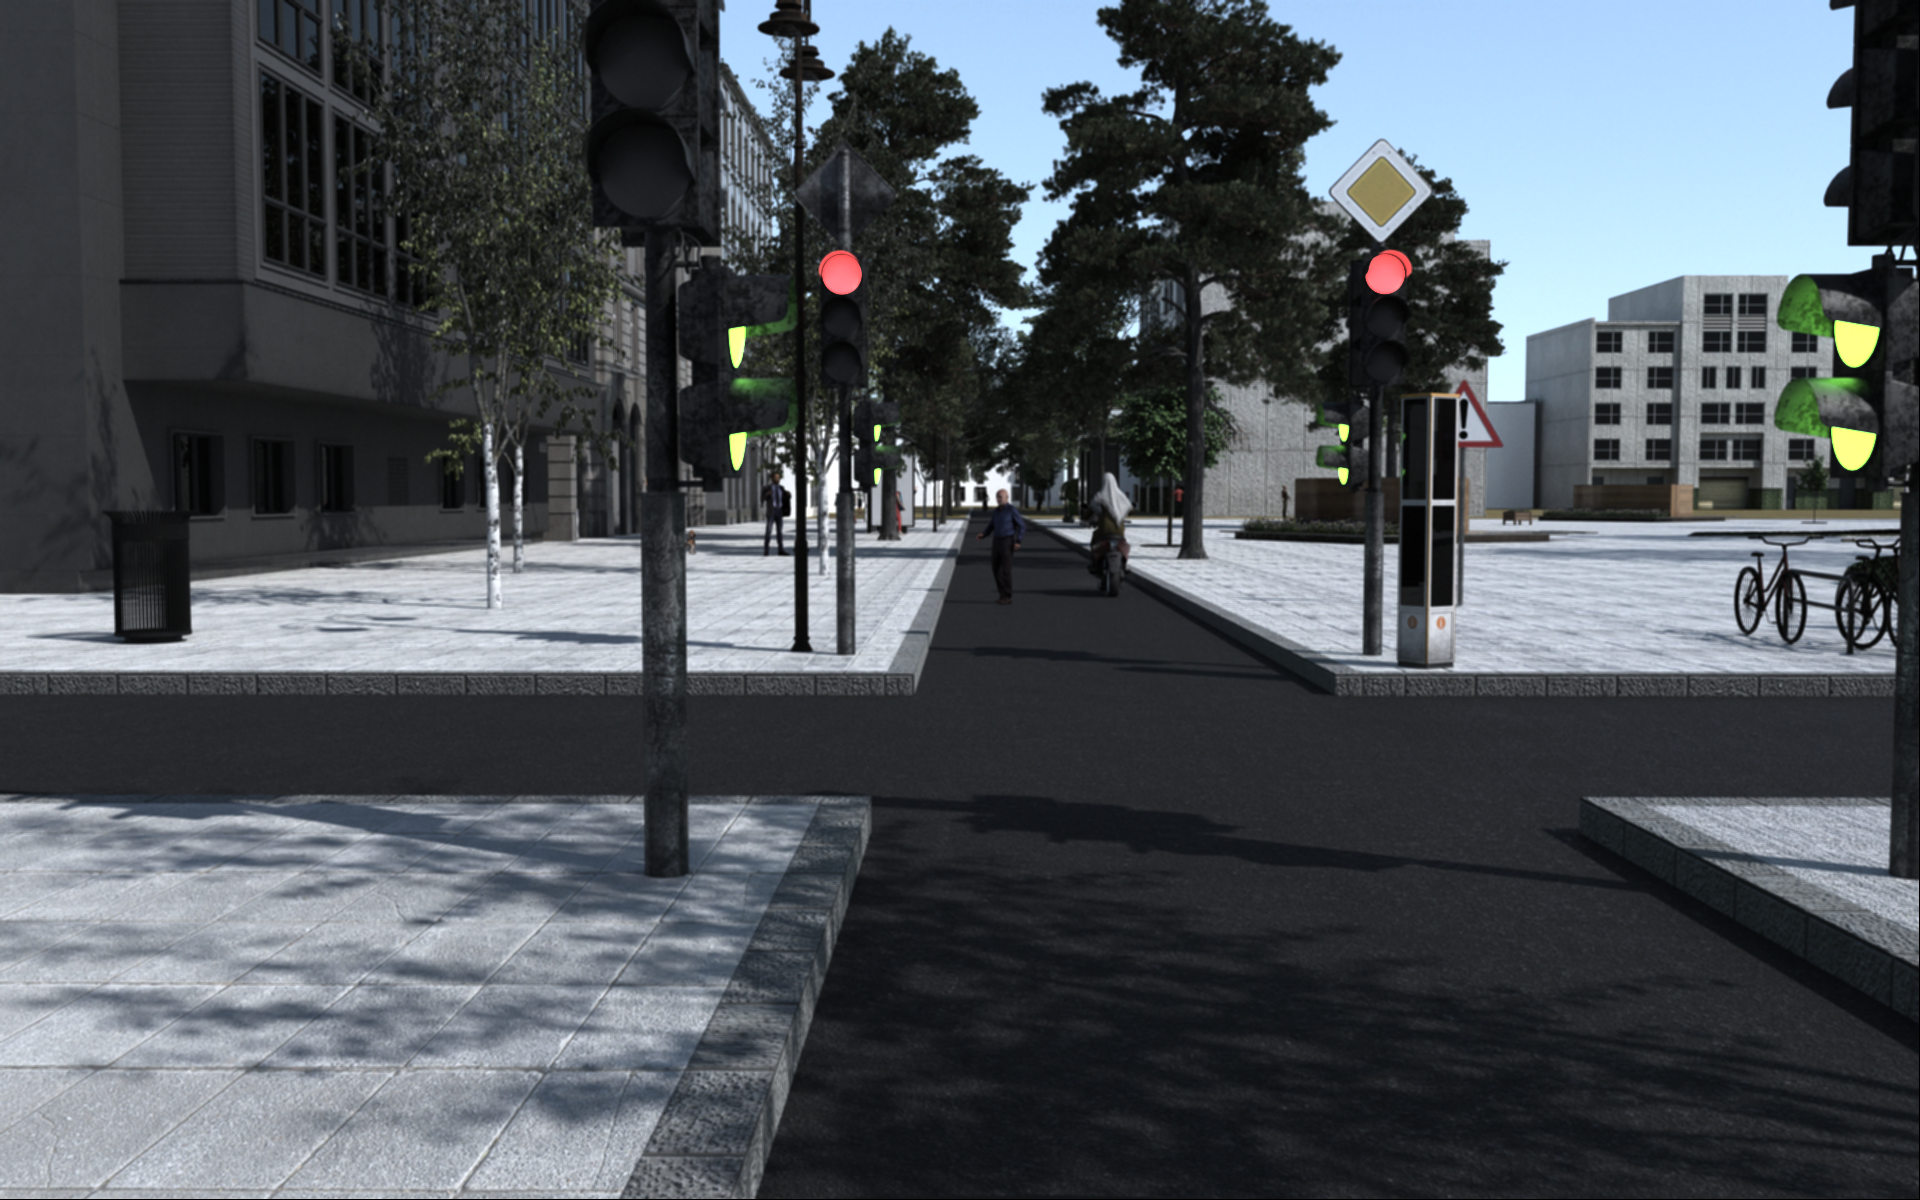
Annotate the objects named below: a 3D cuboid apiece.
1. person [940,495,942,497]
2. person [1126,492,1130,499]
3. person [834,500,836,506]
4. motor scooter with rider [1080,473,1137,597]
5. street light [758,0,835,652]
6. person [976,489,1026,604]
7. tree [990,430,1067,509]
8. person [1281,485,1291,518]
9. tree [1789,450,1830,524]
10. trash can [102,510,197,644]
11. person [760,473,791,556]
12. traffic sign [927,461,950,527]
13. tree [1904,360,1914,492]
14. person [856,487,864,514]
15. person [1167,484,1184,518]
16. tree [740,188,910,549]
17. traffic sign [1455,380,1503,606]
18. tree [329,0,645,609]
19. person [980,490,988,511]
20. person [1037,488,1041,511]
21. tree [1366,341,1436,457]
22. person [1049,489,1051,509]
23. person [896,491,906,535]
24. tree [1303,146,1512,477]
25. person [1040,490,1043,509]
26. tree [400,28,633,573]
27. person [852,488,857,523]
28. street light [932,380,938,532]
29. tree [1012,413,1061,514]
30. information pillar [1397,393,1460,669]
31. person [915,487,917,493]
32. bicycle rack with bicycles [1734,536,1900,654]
[{"bbox_3d":[-1.347,-9.441,161.119,1.217,1.736,0.721,-2,4,-30],"label":"person"},{"bbox_3d":[10.874,-6.370,113.410,0.599,1.433,0.991,0,4,-6],"label":"person"},{"bbox_3d":[-4.912,-4.118,73.930,0.990,1.755,0.434,2,4,27],"label":"person"},{"bbox_3d":[2.162,-0.963,24.712,0.876,1.779,1.986,0,3,0],"label":"motor scooter with rider"},{"bbox_3d":[-1.294,-2.519,13.976,0.468,5.910,1.993,0,4,1],"label":"street light"},{"bbox_3d":[0.491,-0.699,22.622,0.600,1.496,0.574,-1,4,-23],"label":"person"},{"bbox_3d":[5.715,-13.750,150.566,9.928,11.665,9.643,0,3,0],"label":"tree"},{"bbox_3d":[17.721,-5.351,94.059,0.721,1.766,1.217,2,4,27],"label":"person"},{"bbox_3d":[37.523,-4.973,75.913,1.663,3.219,1.824,0,3,0],"label":"tree"},{"bbox_3d":[-7.005,-0.206,15.014,0.748,1.137,0.748,0,3,0],"label":"trash can"},{"bbox_3d":[-3.794,-1.770,35.797,0.655,1.722,0.431,-2,4,-30],"label":"person"},{"bbox_3d":[-0.845,-4.159,68.003,0.884,2.594,0.081,0,4,1],"label":"traffic sign"},{"bbox_3d":[34.154,-6.868,62.655,4.360,8.622,3.978,0,3,0],"label":"tree"},{"bbox_3d":[-6.426,-6.444,112.184,0.721,1.735,1.217,2,4,29],"label":"person"},{"bbox_3d":[11.837,-5.387,94.065,1.348,1.831,0.705,-2,4,-27],"label":"person"},{"bbox_3d":[-3.242,-5.510,40.451,4.737,8.622,4.395,0,3,0],"label":"tree"},{"bbox_3d":[5.746,-1.213,19.833,0.884,2.594,0.081,0,4,4],"label":"traffic sign"},{"bbox_3d":[-5.040,-4.195,18.951,4.360,8.622,3.978,0,3,0],"label":"tree"},{"bbox_3d":[2.044,-8.260,144.270,0.721,1.735,1.217,-2,4,-31],"label":"person"},{"bbox_3d":[6.149,-7.755,133.635,0.445,1.727,0.742,-1,4,-20],"label":"person"},{"bbox_3d":[20.099,-7.795,77.804,4.737,8.622,4.395,0,3,0],"label":"tree"},{"bbox_3d":[7.736,-8.821,150.254,0.705,1.826,1.348,0,4,4],"label":"person"},{"bbox_3d":[-2.042,-2.875,54.759,0.444,1.614,0.593,-3,4,-37],"label":"person"},{"bbox_3d":[16.265,-9.588,64.188,7.806,13.903,7.818,0,3,0],"label":"tree"},{"bbox_3d":[7.113,-8.880,151.964,0.721,1.736,1.217,1,4,18],"label":"person"},{"bbox_3d":[-7.185,-4.753,28.081,4.737,8.622,4.395,0,3,0],"label":"tree"},{"bbox_3d":[-4.804,-4.188,76.228,0.593,1.614,0.444,-1,4,-20],"label":"person"},{"bbox_3d":[-0.853,-5.267,58.905,0.468,5.910,1.993,0,4,1],"label":"street light"},{"bbox_3d":[5.513,-9.906,112.319,4.360,8.622,3.978,0,3,0],"label":"tree"},{"bbox_3d":[3.460,-0.509,12.815,0.304,2.012,0.304,-2,4,-32],"label":"information pillar"},{"bbox_3d":[-2.042,-3.732,67.860,0.742,1.727,0.445,-3,5,-40],"label":"person"},{"bbox_3d":[8.004,-0.065,14.451,2.852,0.926,2.925,1,4,11],"label":"bicycle rack with bicycles"}]
